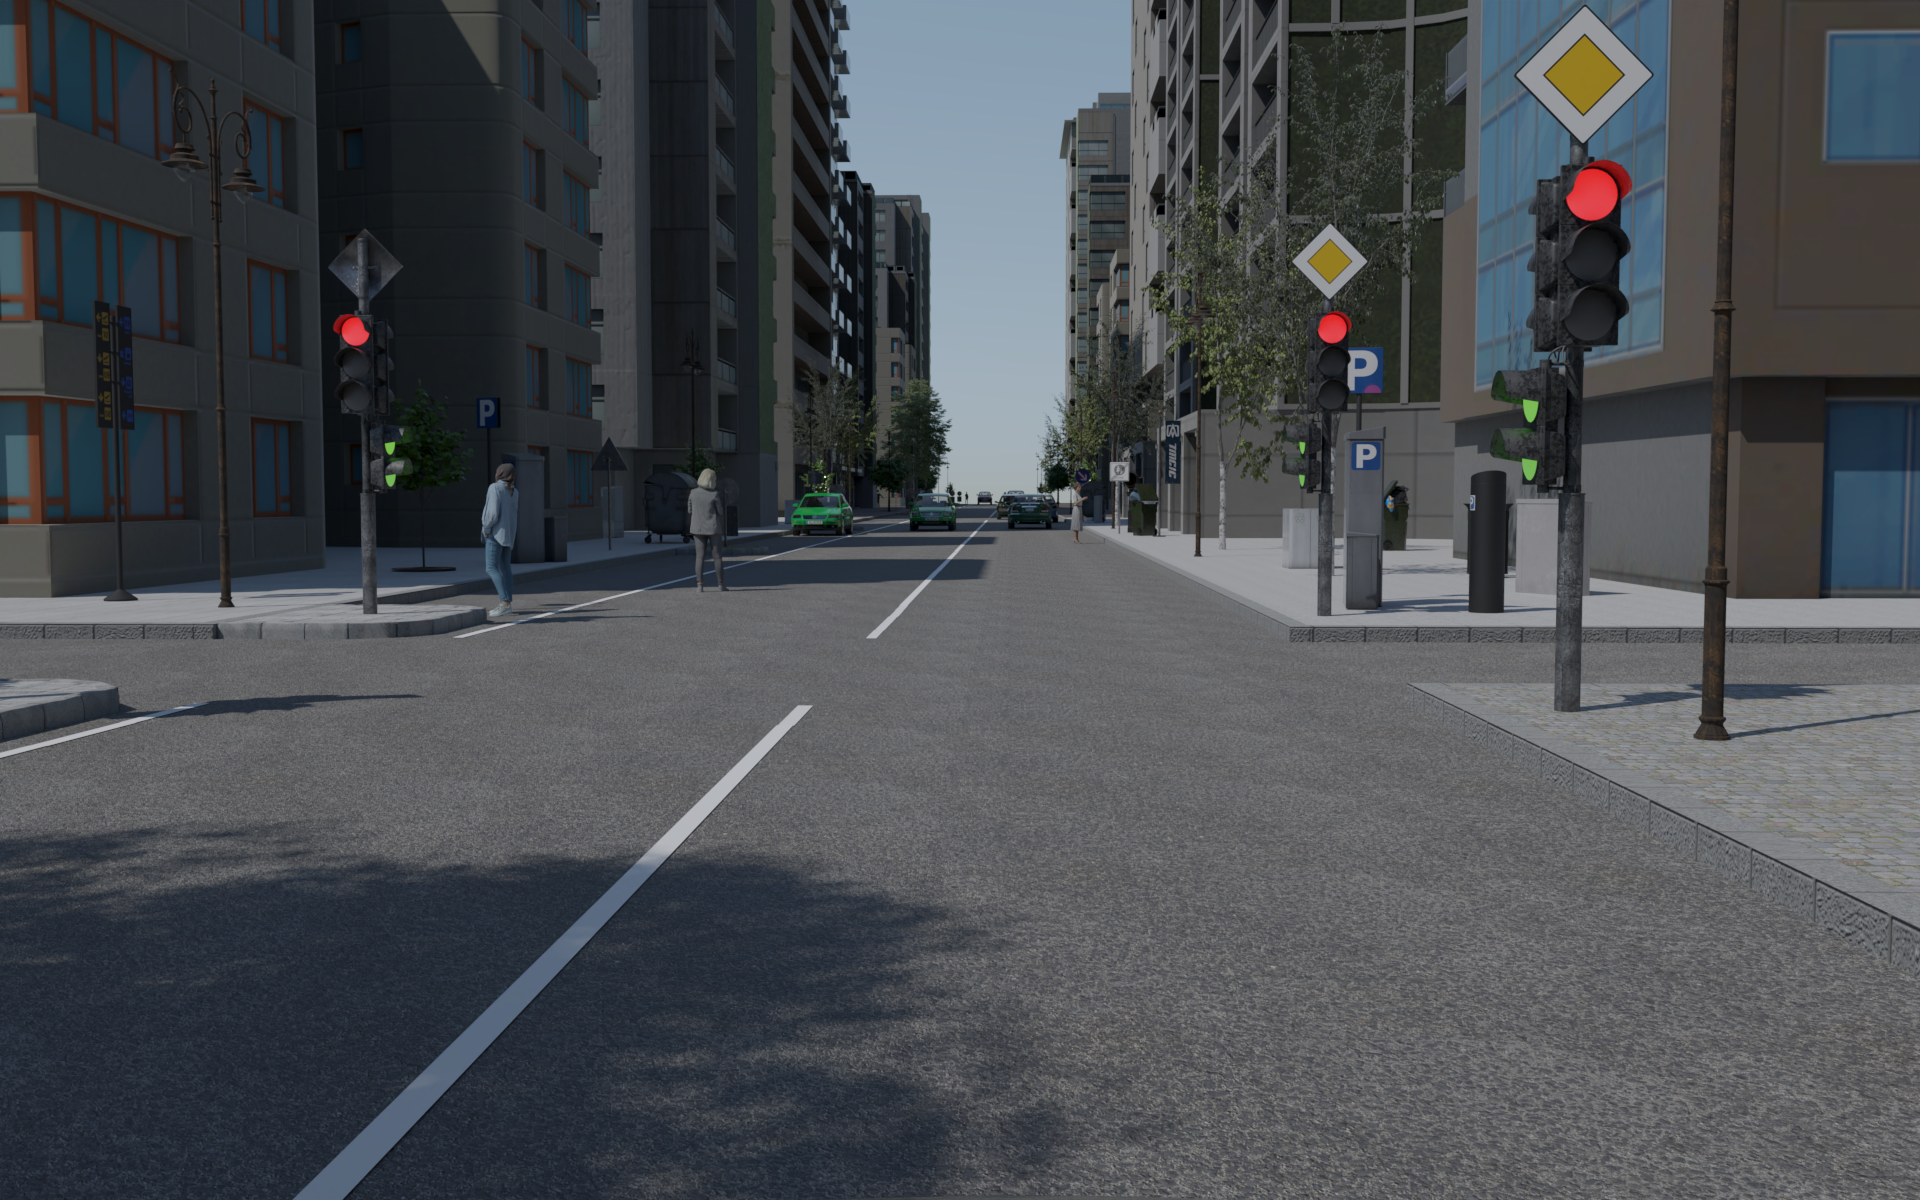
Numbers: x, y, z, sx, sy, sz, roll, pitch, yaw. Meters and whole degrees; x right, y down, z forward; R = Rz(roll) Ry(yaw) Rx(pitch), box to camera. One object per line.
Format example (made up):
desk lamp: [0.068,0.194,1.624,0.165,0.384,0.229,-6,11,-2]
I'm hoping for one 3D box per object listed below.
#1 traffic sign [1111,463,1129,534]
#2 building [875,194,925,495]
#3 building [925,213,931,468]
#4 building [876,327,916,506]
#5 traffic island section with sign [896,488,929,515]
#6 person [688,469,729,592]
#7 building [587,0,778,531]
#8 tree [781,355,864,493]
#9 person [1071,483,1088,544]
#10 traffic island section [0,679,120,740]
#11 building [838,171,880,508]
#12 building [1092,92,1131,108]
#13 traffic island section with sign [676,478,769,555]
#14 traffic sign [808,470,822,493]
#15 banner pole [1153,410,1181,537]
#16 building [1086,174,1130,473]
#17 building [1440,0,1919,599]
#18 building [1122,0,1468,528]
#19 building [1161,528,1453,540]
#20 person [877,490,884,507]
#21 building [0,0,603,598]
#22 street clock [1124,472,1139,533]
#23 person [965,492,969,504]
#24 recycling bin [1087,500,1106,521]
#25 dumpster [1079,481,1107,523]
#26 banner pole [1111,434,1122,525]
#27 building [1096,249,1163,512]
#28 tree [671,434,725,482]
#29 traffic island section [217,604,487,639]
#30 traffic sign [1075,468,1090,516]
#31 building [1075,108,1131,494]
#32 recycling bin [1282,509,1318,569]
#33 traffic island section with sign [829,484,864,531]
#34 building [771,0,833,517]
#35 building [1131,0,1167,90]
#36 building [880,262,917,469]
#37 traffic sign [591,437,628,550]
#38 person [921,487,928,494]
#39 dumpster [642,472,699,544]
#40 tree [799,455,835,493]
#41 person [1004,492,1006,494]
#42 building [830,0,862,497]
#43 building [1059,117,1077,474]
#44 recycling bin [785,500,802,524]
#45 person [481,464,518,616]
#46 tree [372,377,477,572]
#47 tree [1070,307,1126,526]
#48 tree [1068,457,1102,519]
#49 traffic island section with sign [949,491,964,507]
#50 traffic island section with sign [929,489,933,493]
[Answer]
traffic sign: [5.141,-3.284,55.827,0.606,2.300,0.079,0,4,8]
building: [-12.421,-33.437,230.285,14.154,41.232,14.086,0,4,2]
building: [-11.468,-34.324,244.790,14.154,41.232,14.086,0,4,2]
building: [-19.614,-21.415,195.181,27.650,21.520,28.899,0,4,2]
traffic island section with sign: [-3.321,-6.696,118.108,1.989,1.847,2.006,0,4,2]
person: [-3.722,-1.027,25.467,0.537,1.800,0.526,1,4,22]
building: [-14.777,-23.273,64.109,14.154,41.232,14.086,0,4,2]
tree: [-7.132,-8.586,90.743,4.360,8.622,3.978,0,3,0]
person: [3.467,-2.503,49.987,0.524,1.755,0.480,1,4,17]
traffic island section: [-6.573,0.717,10.561,2.009,0.180,2.903,0,4,2]
building: [-14.973,-23.407,154.408,14.160,30.474,14.107,0,4,2]
building: [25.490,-36.047,208.980,23.786,49.044,30.456,0,4,2]
traffic island section with sign: [-5.630,-2.007,41.436,1.989,1.847,2.006,0,4,2]
traffic sign: [-6.287,-4.462,75.088,0.606,2.300,0.079,0,4,4]
banner pole: [6.205,-3.780,51.818,0.863,3.779,0.401,0,4,-2]
building: [18.592,-23.682,158.898,14.160,30.474,14.107,0,4,2]
building: [16.374,-22.996,26.103,14.200,45.320,14.600,0,4,2]
building: [18.683,-39.325,81.209,20.563,71.187,20.611,0,4,2]
building: [17.268,-37.558,52.323,20.563,71.187,20.611,0,4,2]
person: [-8.250,-10.117,173.548,1.348,1.869,0.705,-1,4,-23]
building: [-24.597,-11.652,35.557,27.650,21.520,28.899,0,4,2]
street clock: [5.673,-3.233,57.435,0.471,2.002,0.358,1,4,23]
person: [0.965,-14.064,238.983,0.617,1.759,0.750,-1,4,-16]
recycling bin: [6.509,-4.286,82.636,0.722,1.027,0.722,-1,4,-15]
dumpster: [6.026,-4.465,78.766,1.264,1.857,1.865,0,4,2]
banner pole: [6.559,-4.999,71.750,0.401,3.779,0.863,2,4,30]
building: [25.287,-17.817,136.339,27.650,21.520,28.899,0,4,2]
tree: [-8.592,-3.759,56.059,1.663,3.219,1.824,0,3,0]
traffic island section: [-6.331,0.229,18.542,2.009,0.180,2.903,0,4,2]
traffic sign: [6.082,-5.256,86.041,0.768,2.556,0.104,0,4,3]
building: [19.432,-30.771,186.702,14.154,41.232,14.086,0,4,2]
recycling bin: [6.007,-1.068,30.013,0.722,1.027,0.722,0,4,0]
traffic island section with sign: [-4.825,-3.655,68.380,1.989,1.847,2.006,0,4,2]
building: [-19.535,-29.434,104.948,21.300,48.544,21.600,0,4,2]
building: [24.869,-31.682,107.241,28.713,52.752,27.495,0,4,2]
building: [-12.775,-27.198,216.394,14.160,30.474,14.107,0,4,2]
traffic sign: [-7.998,-2.416,39.512,0.884,2.594,0.081,0,4,6]
person: [-1.685,-4.528,82.874,0.623,1.781,0.721,-2,4,-27]
dumpster: [-7.560,-2.427,45.442,1.264,1.857,1.865,0,4,2]
tree: [-6.787,-5.508,84.654,1.663,3.219,1.824,0,3,0]
person: [5.752,-13.013,221.925,0.551,1.740,0.621,-2,4,-26]
building: [-20.127,-31.323,131.747,23.786,49.044,30.456,0,4,2]
building: [28.281,-39.664,237.739,28.713,52.752,27.495,0,4,2]
recycling bin: [-6.993,-3.747,73.824,0.722,1.027,0.722,2,4,32]
person: [-5.431,-0.720,20.539,0.793,1.790,0.793,-1,4,-16]
tree: [-9.034,-2.087,28.717,1.663,3.219,1.824,0,3,0]
tree: [6.513,-7.256,68.995,4.360,8.622,3.978,0,3,0]
tree: [6.451,-5.857,90.368,1.663,3.219,1.824,0,3,0]
traffic island section with sign: [-0.816,-11.739,200.562,1.989,1.847,2.006,0,4,2]
traffic island section with sign: [-2.492,-8.344,145.050,1.989,1.847,2.006,0,4,2]
